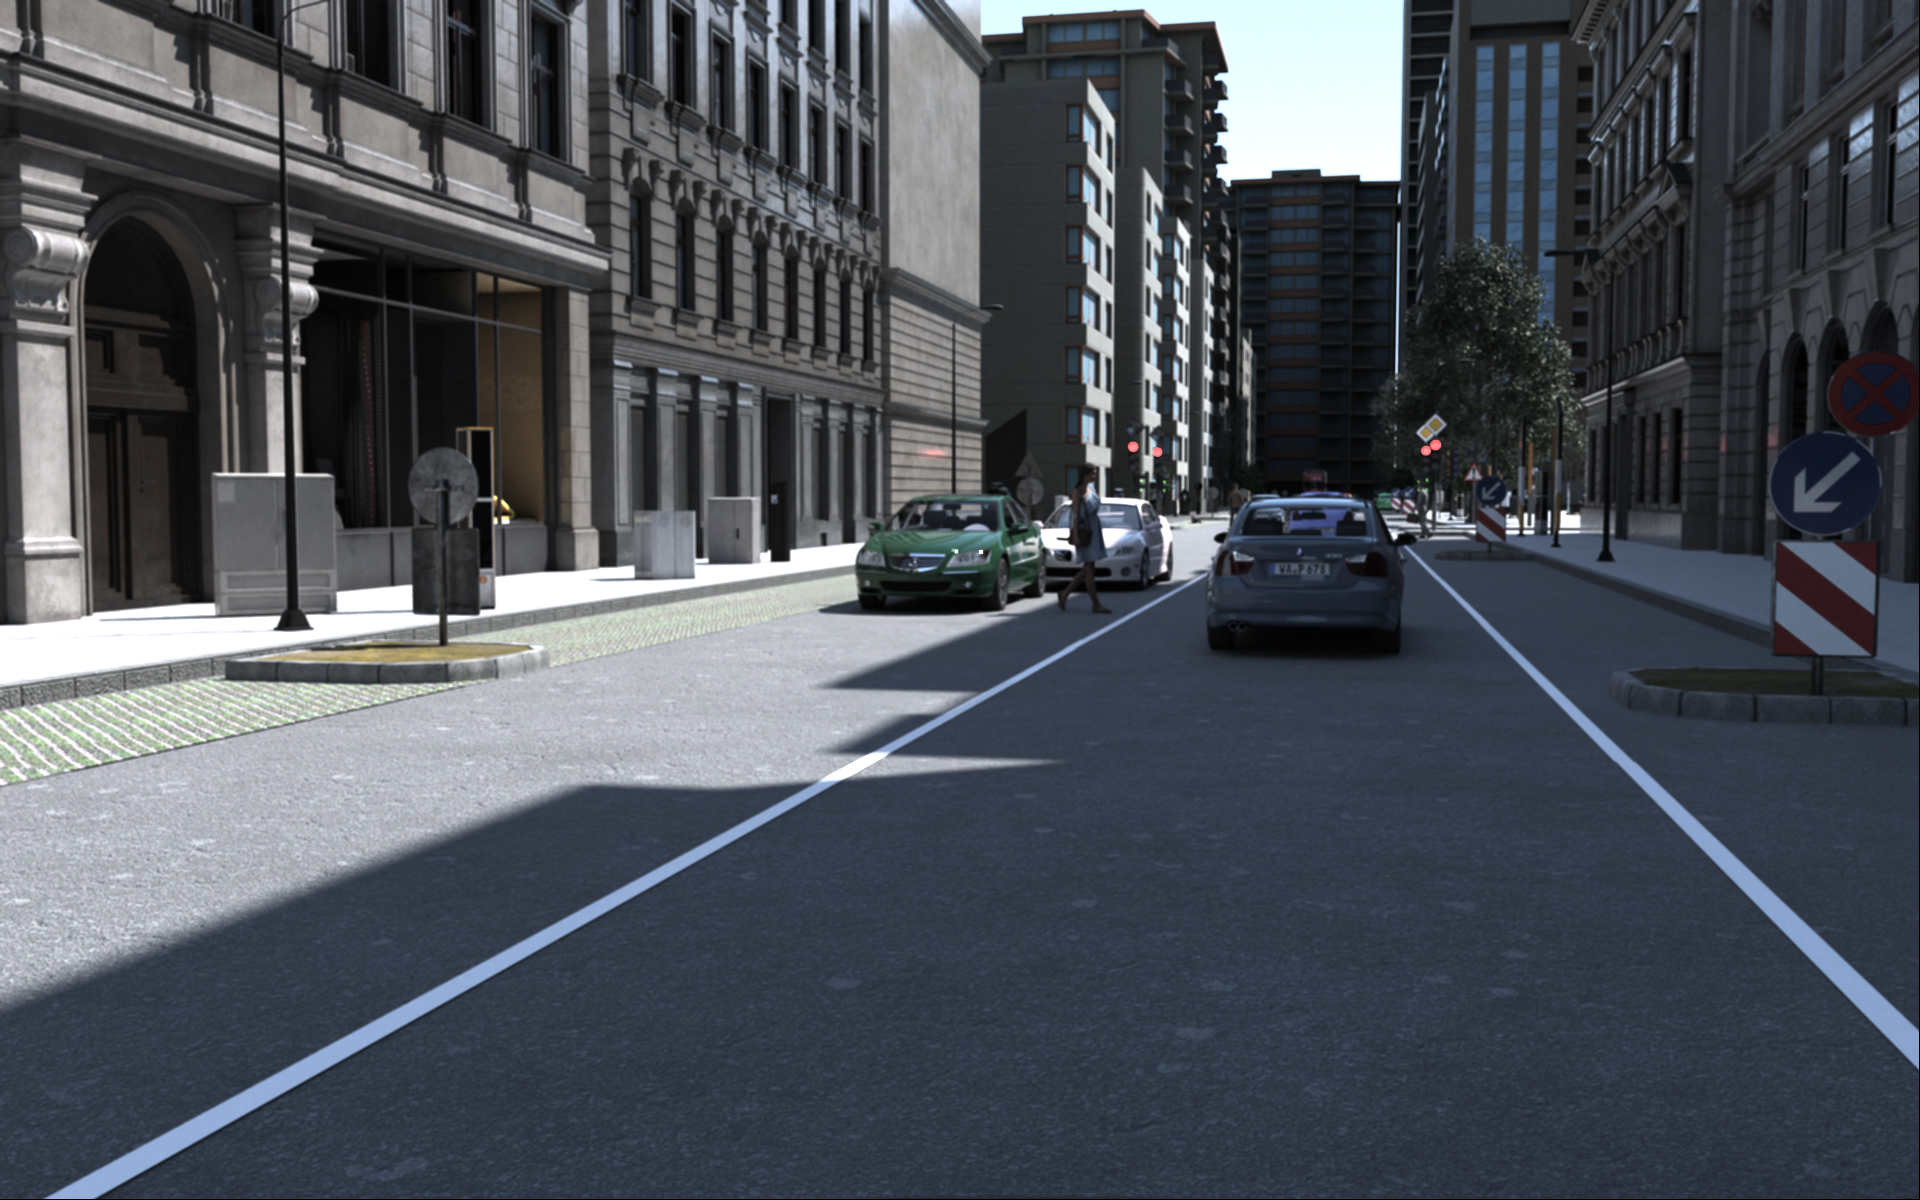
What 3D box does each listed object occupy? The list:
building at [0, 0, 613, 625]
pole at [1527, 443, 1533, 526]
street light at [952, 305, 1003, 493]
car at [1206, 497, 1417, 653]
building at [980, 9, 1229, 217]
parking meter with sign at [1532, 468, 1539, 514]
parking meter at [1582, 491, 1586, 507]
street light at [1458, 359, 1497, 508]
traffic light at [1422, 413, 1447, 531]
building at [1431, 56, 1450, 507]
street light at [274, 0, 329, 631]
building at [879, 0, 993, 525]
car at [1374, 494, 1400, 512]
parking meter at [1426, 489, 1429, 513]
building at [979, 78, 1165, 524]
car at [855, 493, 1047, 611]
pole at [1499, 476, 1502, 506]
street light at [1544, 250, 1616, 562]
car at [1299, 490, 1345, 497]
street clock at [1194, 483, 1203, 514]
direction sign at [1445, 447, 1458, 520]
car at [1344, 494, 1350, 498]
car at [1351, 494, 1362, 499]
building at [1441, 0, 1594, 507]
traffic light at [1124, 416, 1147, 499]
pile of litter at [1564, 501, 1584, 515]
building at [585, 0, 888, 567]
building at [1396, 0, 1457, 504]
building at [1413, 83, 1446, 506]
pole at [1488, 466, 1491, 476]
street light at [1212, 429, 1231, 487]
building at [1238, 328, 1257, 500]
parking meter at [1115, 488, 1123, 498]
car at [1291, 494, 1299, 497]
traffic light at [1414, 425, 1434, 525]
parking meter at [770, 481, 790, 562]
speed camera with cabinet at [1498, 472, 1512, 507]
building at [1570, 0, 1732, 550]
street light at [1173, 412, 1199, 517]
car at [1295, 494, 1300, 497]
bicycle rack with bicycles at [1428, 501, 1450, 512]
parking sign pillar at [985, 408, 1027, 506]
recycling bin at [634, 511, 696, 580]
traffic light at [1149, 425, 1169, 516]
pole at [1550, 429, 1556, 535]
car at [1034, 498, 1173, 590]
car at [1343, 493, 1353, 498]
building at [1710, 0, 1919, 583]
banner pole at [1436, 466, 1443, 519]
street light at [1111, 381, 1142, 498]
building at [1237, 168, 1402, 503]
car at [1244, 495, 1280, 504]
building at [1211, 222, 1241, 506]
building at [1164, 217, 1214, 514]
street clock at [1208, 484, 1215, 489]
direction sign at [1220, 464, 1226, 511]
[{"bbox_3d":[-14.855,-9.766,10.579,10.553,20.767,40.483,1,4,13],"label":"building"},{"bbox_3d":[22.678,-4.590,68.889,0.158,3.312,0.155,0,3,0],"label":"pole"},{"bbox_3d":[0.373,-4.298,42.815,1.470,5.913,1.316,1,4,13],"label":"street light"},{"bbox_3d":[3.455,-0.308,17.034,2.014,1.417,4.499,1,4,14],"label":"car"},{"bbox_3d":[13.238,-30.989,161.293,22.147,44.769,28.867,1,4,13],"label":"building"},{"bbox_3d":[37.353,-7.128,112.810,0.543,3.016,1.738,1,4,20],"label":"parking meter with sign"},{"bbox_3d":[45.136,-7.139,125.125,0.372,1.533,0.369,0,3,0],"label":"parking meter"},{"bbox_3d":[17.843,-5.327,59.641,1.470,5.913,1.316,1,4,13],"label":"street light"},{"bbox_3d":[16.516,-4.367,60.322,0.839,4.253,0.868,1,4,13],"label":"traffic light"},{"bbox_3d":[58.826,-33.767,171.702,23.786,49.044,30.456,1,4,13],"label":"building"},{"bbox_3d":[-5.768,-2.662,16.057,1.470,5.913,1.316,1,4,13],"label":"street light"},{"bbox_3d":[-16.868,-14.572,57.344,34.723,24.649,14.460,1,4,13],"label":"building"},{"bbox_3d":[32.224,-7.445,130.516,1.959,1.807,4.718,1,4,13],"label":"car"},{"bbox_3d":[32.414,-7.029,120.627,0.399,1.863,0.255,2,4,33],"label":"parking meter"},{"bbox_3d":[-5.004,-14.943,89.352,27.650,21.520,28.899,1,4,13],"label":"building"},{"bbox_3d":[-0.025,-0.680,22.920,2.131,1.459,4.920,1,4,12],"label":"car"},{"bbox_3d":[39.015,-8.023,125.018,0.158,3.312,0.155,0,3,0],"label":"pole"},{"bbox_3d":[11.793,-3.697,32.987,1.470,5.913,1.316,1,4,13],"label":"street light"},{"bbox_3d":[9.579,-2.220,45.887,1.945,1.707,3.694,1,4,11],"label":"car"},{"bbox_3d":[14.991,-6.381,108.903,0.471,2.002,0.358,-1,4,-22],"label":"street clock"},{"bbox_3d":[23.864,-5.636,84.139,0.876,3.537,0.379,-2,4,-32],"label":"direction sign"},{"bbox_3d":[20.719,-5.094,95.083,2.131,1.459,4.920,1,4,13],"label":"car"},{"bbox_3d":[43.316,-11.132,190.804,1.959,1.807,4.718,1,4,13],"label":"car"},{"bbox_3d":[49.848,-30.621,150.760,14.600,45.320,14.200,1,4,13],"label":"building"},{"bbox_3d":[6.309,-4.507,62.611,0.839,4.253,0.868,1,4,13],"label":"traffic light"},{"bbox_3d":[37.556,-5.570,105.029,1.719,0.858,1.176,3,5,41],"label":"pile of litter"},{"bbox_3d":[-8.599,-11.635,39.390,9.793,20.994,18.267,1,4,13],"label":"building"},{"bbox_3d":[69.388,-48.508,231.359,20.611,71.187,20.563,1,4,13],"label":"building"},{"bbox_3d":[63.345,-35.085,197.343,21.300,48.544,21.600,1,4,13],"label":"building"},{"bbox_3d":[37.489,-7.879,122.662,0.158,3.312,0.155,0,3,0],"label":"pole"},{"bbox_3d":[18.773,-9.306,124.699,1.470,5.913,1.316,1,4,13],"label":"street light"},{"bbox_3d":[19.865,-22.095,206.300,28.899,21.520,27.650,1,4,13],"label":"building"},{"bbox_3d":[6.732,-3.971,73.341,0.372,1.533,0.369,0,3,0],"label":"parking meter"},{"bbox_3d":[32.367,-9.391,165.335,2.131,1.459,4.920,1,4,14],"label":"car"},{"bbox_3d":[18.282,-4.843,68.111,0.839,4.253,0.868,1,4,13],"label":"traffic light"},{"bbox_3d":[-3.407,-1.494,32.831,0.372,1.533,0.369,0,3,0],"label":"parking meter"},{"bbox_3d":[41.158,-8.352,130.896,0.660,3.252,2.038,-1,4,-9],"label":"speed camera with cabinet"},{"bbox_3d":[23.058,-11.140,46.765,10.561,19.102,19.286,1,4,13],"label":"building"},{"bbox_3d":[12.799,-7.683,98.160,1.470,5.913,1.316,1,4,13],"label":"street light"},{"bbox_3d":[10.939,-2.543,53.375,2.131,1.459,4.920,1,4,11],"label":"car"},{"bbox_3d":[35.410,-6.965,127.255,2.925,0.926,2.852,0,4,-4],"label":"bicycle rack with bicycles"},{"bbox_3d":[1.447,-4.048,54.664,1.447,3.967,1.447,0,4,1],"label":"parking sign pillar"},{"bbox_3d":[-4.476,-0.838,26.250,0.722,1.027,0.722,-2,4,-35],"label":"recycling bin"},{"bbox_3d":[8.075,-4.983,70.400,0.839,4.253,0.868,1,4,13],"label":"traffic light"},{"bbox_3d":[18.667,-3.703,54.391,0.158,3.312,0.155,0,3,0],"label":"pole"},{"bbox_3d":[2.251,-0.923,27.451,2.083,1.381,4.827,1,4,14],"label":"car"},{"bbox_3d":[25.348,-6.481,115.001,2.155,1.783,4.494,1,4,14],"label":"car"},{"bbox_3d":[19.716,-11.184,24.663,13.314,21.916,24.055,1,4,13],"label":"building"},{"bbox_3d":[25.140,-6.156,90.663,0.401,3.779,0.863,1,4,17],"label":"banner pole"},{"bbox_3d":[6.823,-6.060,71.621,1.470,5.913,1.316,1,4,13],"label":"street light"},{"bbox_3d":[44.980,-35.582,236.385,28.867,44.769,22.147,1,4,13],"label":"building"},{"bbox_3d":[13.880,-4.076,78.651,2.014,1.417,4.499,1,4,14],"label":"car"},{"bbox_3d":[21.848,-25.081,181.775,14.160,30.474,14.107,1,4,13],"label":"building"},{"bbox_3d":[3.234,-17.138,125.252,27.650,21.520,28.899,1,4,13],"label":"building"},{"bbox_3d":[18.992,-7.721,130.815,0.471,2.002,0.358,0,3,0],"label":"street clock"},{"bbox_3d":[19.791,-8.467,130.436,0.379,3.537,0.876,-1,4,-19],"label":"direction sign"}]
